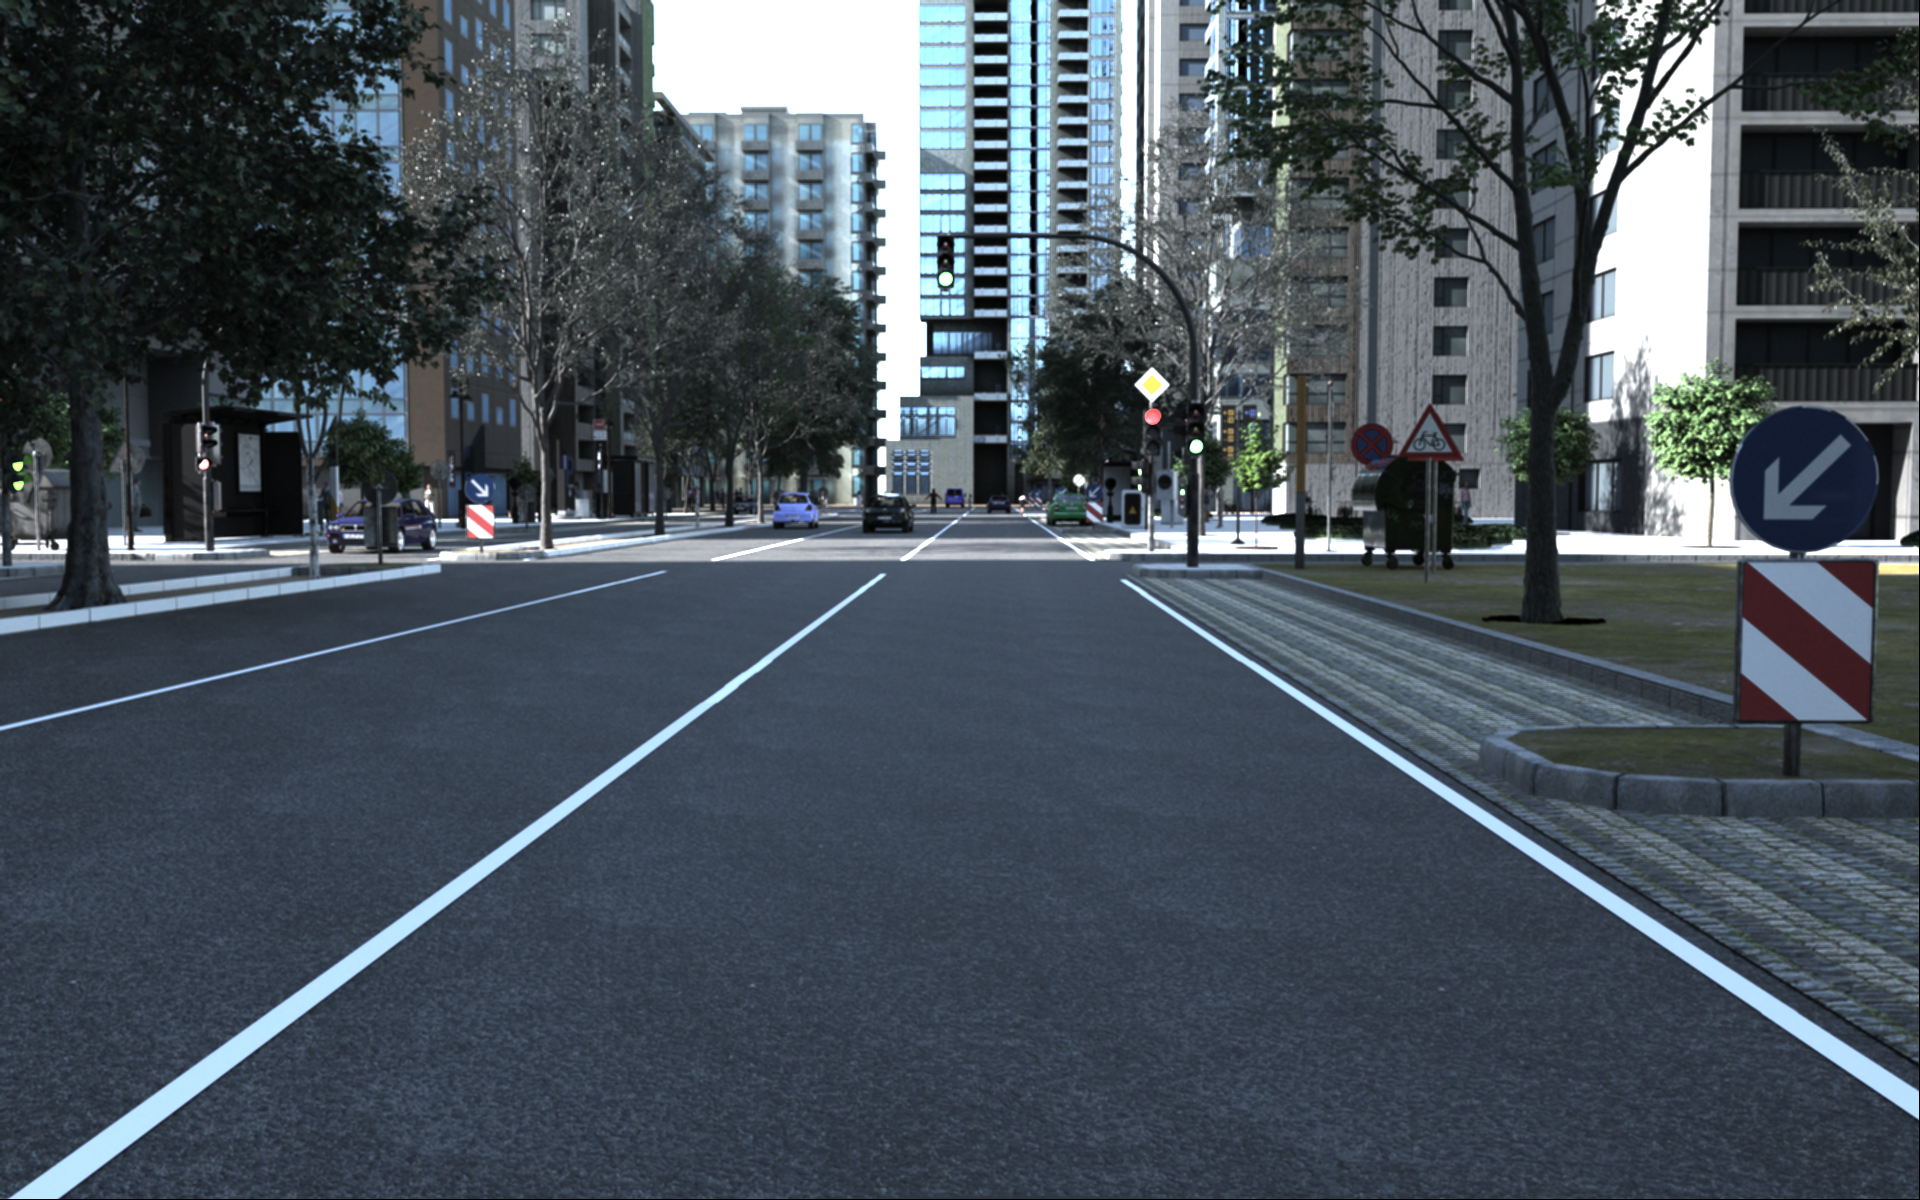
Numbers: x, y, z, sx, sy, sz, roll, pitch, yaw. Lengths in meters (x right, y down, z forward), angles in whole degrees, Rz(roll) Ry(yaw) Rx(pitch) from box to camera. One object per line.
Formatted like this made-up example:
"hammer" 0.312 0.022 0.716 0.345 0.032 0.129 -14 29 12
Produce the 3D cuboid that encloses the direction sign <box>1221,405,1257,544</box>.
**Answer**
"direction sign" 7.097 -3.189 44.133 0.876 3.537 0.379 0 4 8

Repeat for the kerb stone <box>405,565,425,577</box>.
"kerb stone" -9.578 -0.486 30.134 0.120 0.150 1.000 0 4 1

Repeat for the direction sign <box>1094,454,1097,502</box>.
"direction sign" 7.603 -6.422 97.005 0.379 3.537 0.876 0 4 -4

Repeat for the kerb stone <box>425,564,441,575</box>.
"kerb stone" -9.559 -0.548 31.158 0.120 0.150 1.000 0 4 1

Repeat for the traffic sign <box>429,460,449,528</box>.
"traffic sign" -19.448 -3.949 64.674 0.768 2.556 0.104 0 4 8

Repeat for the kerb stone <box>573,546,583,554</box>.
"kerb stone" -9.353 -1.201 41.857 0.120 0.150 1.000 0 4 1

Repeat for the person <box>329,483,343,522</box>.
"person" -26.400 -4.062 73.123 0.598 1.740 0.731 0 4 -3

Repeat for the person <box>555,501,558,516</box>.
"person" -22.265 -5.494 96.465 0.643 1.750 0.593 3 5 45

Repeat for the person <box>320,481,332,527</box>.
"person" -24.779 -3.769 67.849 0.661 1.801 0.590 0 4 -2

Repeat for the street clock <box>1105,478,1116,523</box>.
"street clock" 6.729 -4.464 77.548 0.471 2.002 0.358 -2 4 -30

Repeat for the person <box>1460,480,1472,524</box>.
"person" 19.344 -3.685 66.295 0.555 1.821 0.388 -3 4 -38

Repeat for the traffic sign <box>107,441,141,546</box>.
"traffic sign" -20.484 -2.594 42.420 0.884 2.594 0.081 0 4 8

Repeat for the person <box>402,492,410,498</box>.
"person" -24.835 -4.359 77.561 0.529 1.795 0.600 2 4 32

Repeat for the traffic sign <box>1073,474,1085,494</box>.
"traffic sign" 7.599 -6.753 110.521 0.768 2.556 0.104 1 4 10

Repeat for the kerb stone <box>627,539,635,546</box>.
"kerb stone" -9.238 -1.578 47.995 0.120 0.150 1.000 0 4 1

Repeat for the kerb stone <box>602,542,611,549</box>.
"kerb stone" -9.299 -1.390 44.924 0.120 0.150 1.000 0 4 1

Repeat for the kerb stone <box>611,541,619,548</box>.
"kerb stone" -9.283 -1.453 45.951 0.120 0.150 1.000 0 4 1

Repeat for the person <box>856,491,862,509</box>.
"person" -9.368 -9.280 160.889 0.551 1.740 0.621 -3 5 -42

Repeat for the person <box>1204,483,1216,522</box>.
"person" 11.198 -4.393 78.223 0.716 1.782 0.532 -2 4 -33

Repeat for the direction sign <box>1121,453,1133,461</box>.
"direction sign" 8.613 -5.937 89.060 0.876 3.537 0.379 -3 5 -41

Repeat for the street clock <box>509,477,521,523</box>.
"street clock" -19.429 -4.348 75.653 0.471 2.002 0.358 2 4 29

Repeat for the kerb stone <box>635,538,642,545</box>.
"kerb stone" -9.222 -1.639 49.024 0.120 0.150 1.000 0 4 1

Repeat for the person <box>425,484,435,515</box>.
"person" -25.648 -4.718 83.732 0.519 1.759 0.362 0 4 -1

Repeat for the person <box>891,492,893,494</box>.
"person" -6.604 -9.688 168.371 0.415 1.643 0.593 -2 4 -23

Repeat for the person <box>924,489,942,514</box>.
"person" -1.962 -7.299 127.796 1.348 1.831 0.705 -1 4 -13

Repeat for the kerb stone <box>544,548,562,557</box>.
"kerb stone" -9.397 -1.078 39.813 0.120 0.150 1.000 0 4 1

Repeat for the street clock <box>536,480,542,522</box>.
"street clock" -19.224 -4.567 79.245 0.358 2.002 0.471 -1 4 -21

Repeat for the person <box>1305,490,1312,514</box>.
"person" 15.462 -4.364 77.753 0.716 1.782 0.532 2 4 31

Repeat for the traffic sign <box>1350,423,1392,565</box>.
"traffic sign" 7.431 -1.911 31.345 0.768 2.556 0.104 0 4 3

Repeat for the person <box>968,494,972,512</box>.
"person" 0.760 -7.929 141.369 0.599 1.433 0.991 0 4 -6

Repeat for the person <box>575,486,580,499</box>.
"person" -22.907 -5.911 103.087 0.834 1.777 0.661 0 4 0

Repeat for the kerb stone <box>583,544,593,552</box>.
"kerb stone" -9.336 -1.265 42.879 0.120 0.150 1.000 0 4 1

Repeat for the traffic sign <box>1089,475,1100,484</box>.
"traffic sign" 8.479 -6.642 108.703 0.768 2.556 0.104 1 4 10

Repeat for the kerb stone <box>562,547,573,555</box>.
"kerb stone" -9.370 -1.138 40.835 0.120 0.150 1.000 0 4 1

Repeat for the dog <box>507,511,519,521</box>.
"dog" -20.891 -3.934 81.146 0.406 0.507 0.540 3 4 38

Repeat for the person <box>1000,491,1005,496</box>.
"person" 4.651 -10.938 188.051 1.217 1.735 0.721 -2 4 -33

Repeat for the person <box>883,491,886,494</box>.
"person" -6.511 -8.574 149.629 0.756 1.711 0.436 -2 4 -24

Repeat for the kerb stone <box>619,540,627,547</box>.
"kerb stone" -9.261 -1.515 46.973 0.120 0.150 1.000 0 4 1

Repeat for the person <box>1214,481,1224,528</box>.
"person" 9.778 -3.606 65.345 0.374 1.781 0.599 1 4 16

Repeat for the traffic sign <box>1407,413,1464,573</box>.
"traffic sign" 7.656 -1.708 27.930 0.884 2.594 0.081 0 4 7

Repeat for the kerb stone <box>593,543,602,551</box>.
"kerb stone" -9.315 -1.327 43.901 0.120 0.150 1.000 0 4 1

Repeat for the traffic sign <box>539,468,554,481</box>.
"traffic sign" -19.371 -4.951 81.060 0.768 2.556 0.104 0 4 2

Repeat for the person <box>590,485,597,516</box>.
"person" -21.037 -5.702 99.245 0.573 1.828 0.580 0 4 -7

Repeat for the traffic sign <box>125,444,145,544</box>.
"traffic sign" -21.213 -2.705 44.325 0.768 2.556 0.104 1 4 10

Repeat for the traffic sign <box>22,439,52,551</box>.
"traffic sign" -20.744 -2.374 38.925 0.768 2.556 0.104 1 4 11

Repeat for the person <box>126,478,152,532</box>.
"person" -27.957 -3.222 58.845 0.853 1.813 0.709 -1 4 -22

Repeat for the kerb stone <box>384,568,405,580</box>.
"kerb stone" -9.598 -0.423 29.109 0.120 0.150 1.000 0 4 1

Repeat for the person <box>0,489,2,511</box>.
"person" -26.661 -2.587 48.735 0.661 1.777 0.834 0 4 -2

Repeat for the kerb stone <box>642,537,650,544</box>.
"kerb stone" -9.201 -1.703 50.046 0.120 0.150 1.000 0 4 1

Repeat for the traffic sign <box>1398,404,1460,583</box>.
"traffic sign" 6.773 -1.533 25.066 0.884 2.594 0.081 0 4 3

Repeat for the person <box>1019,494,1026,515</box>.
"person" 4.320 -6.520 118.294 0.628 1.438 0.799 -1 4 -15
